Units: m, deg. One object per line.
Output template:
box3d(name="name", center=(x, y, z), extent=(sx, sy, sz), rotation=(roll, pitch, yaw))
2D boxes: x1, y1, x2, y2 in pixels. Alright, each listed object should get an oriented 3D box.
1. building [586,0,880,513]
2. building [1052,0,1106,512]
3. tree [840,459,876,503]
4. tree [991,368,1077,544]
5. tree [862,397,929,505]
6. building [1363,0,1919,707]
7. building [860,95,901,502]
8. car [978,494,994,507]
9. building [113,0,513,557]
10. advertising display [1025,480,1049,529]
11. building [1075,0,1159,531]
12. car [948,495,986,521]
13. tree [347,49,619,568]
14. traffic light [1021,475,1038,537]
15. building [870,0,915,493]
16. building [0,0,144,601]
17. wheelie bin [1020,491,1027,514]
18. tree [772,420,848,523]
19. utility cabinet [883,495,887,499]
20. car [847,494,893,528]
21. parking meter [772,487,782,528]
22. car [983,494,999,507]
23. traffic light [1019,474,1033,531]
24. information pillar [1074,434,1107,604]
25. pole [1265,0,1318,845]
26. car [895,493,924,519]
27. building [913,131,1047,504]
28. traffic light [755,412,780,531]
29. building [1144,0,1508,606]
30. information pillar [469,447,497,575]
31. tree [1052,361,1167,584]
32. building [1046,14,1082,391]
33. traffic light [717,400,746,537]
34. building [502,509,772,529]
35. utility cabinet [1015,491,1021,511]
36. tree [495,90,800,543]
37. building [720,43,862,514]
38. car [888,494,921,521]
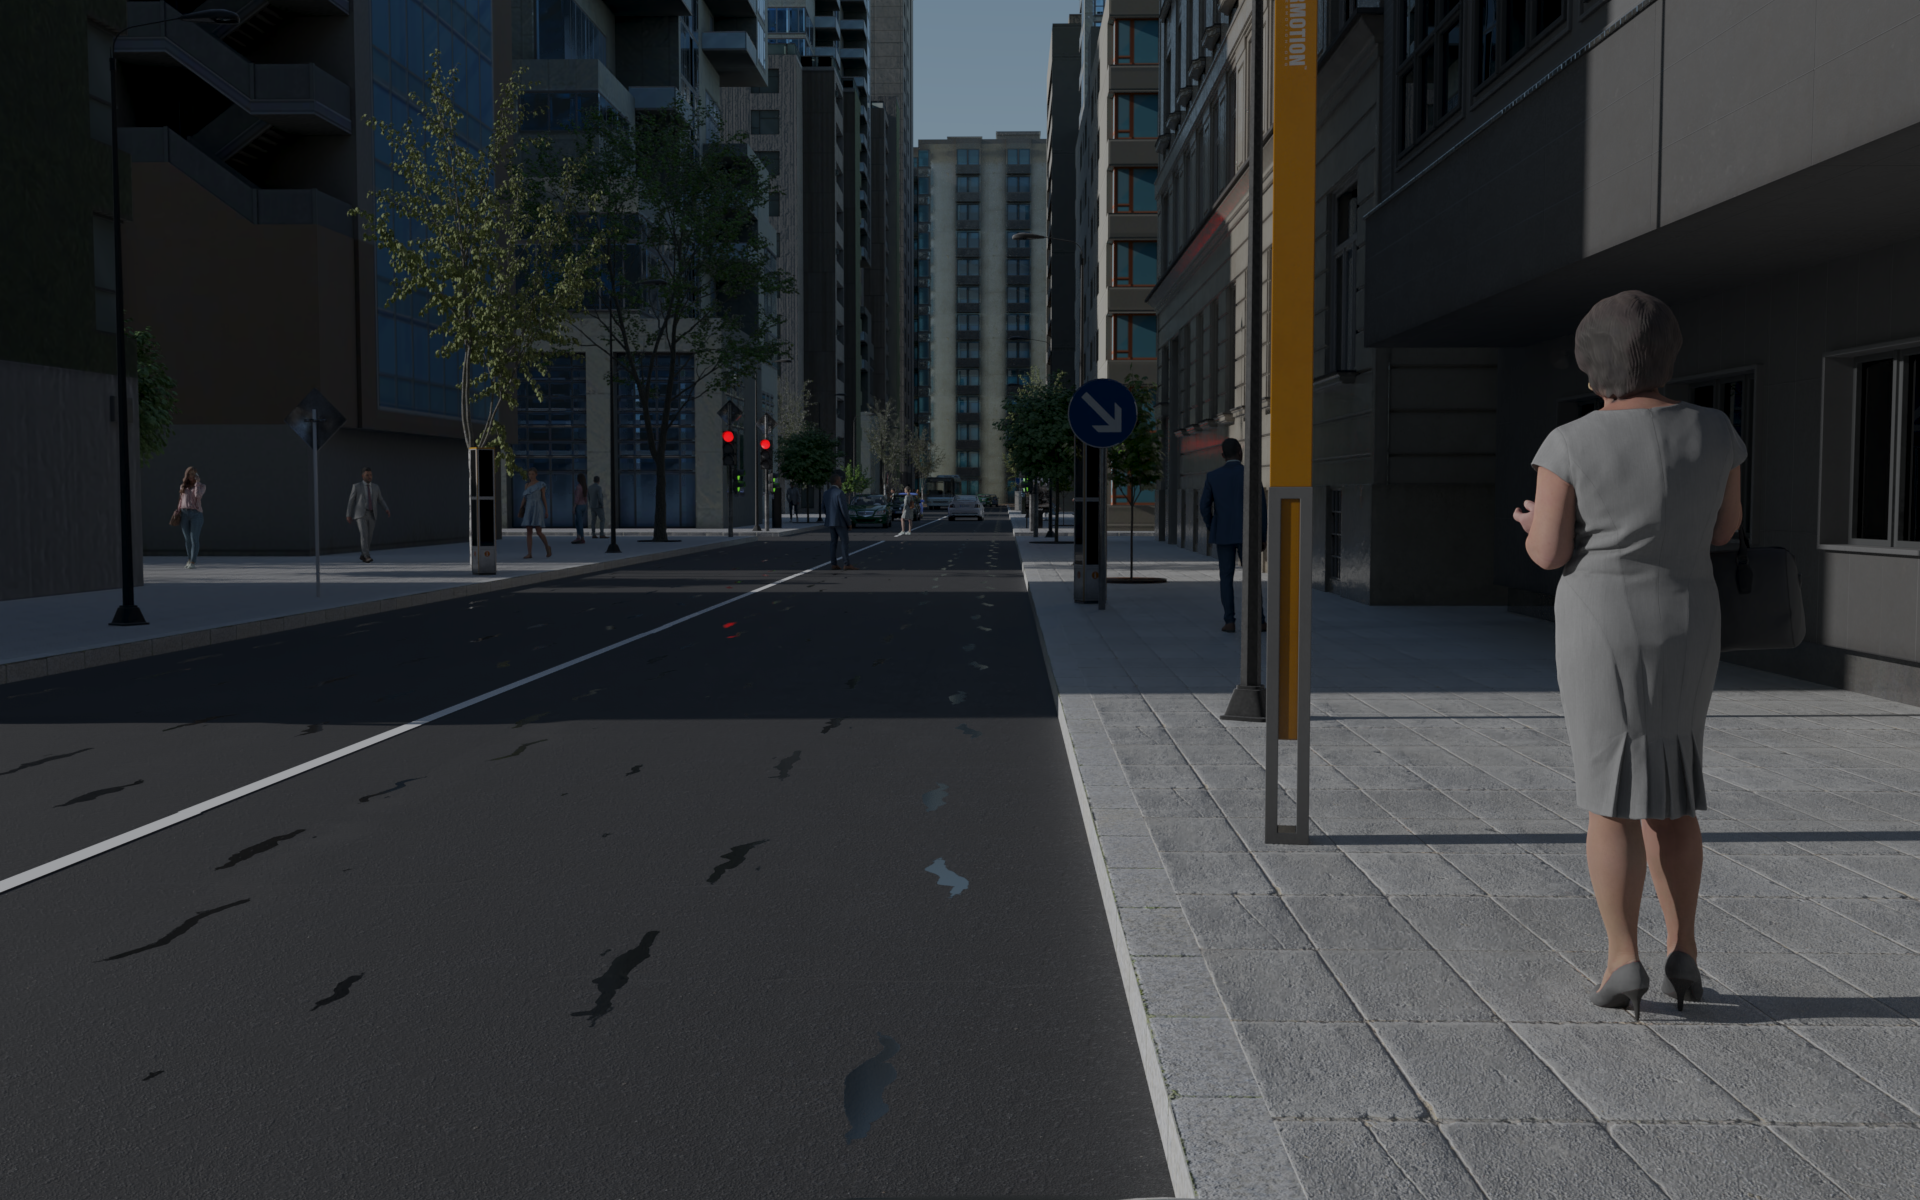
box3d(name="building", center=(-17.819, -51.163, 149.191), extent=(22.319, 86.520, 31.000), rotation=(0, 4, 1))
box3d(name="building", center=(17.055, -49.184, 116.829), extent=(22.319, 86.520, 31.000), rotation=(0, 4, 1))
box3d(name="tree", center=(-6.116, -6.655, 103.411), extent=(1.663, 3.219, 1.824), rotation=(0, 3, 0))
box3d(name="tree", center=(2.447, -3.755, 45.112), extent=(4.285, 4.588, 4.351), rotation=(0, 3, 0))
box3d(name="tree", center=(-5.480, -11.033, 130.746), extent=(4.360, 8.622, 3.978), rotation=(0, 3, 0))
box3d(name="building", center=(11.005, -13.002, 6.098), extent=(14.314, 27.812, 24.014), rotation=(0, 4, 1))
box3d(name="building", center=(-13.414, -29.936, 173.041), extent=(14.154, 41.232, 14.086), rotation=(0, 4, 1))
box3d(name="car", center=(2.574, -10.707, 186.854), extent=(2.131, 1.459, 4.920), rotation=(0, 4, 1))
box3d(name="building", center=(-19.861, -23.933, 41.413), extent=(14.200, 45.320, 14.600), rotation=(0, 4, 1))
box3d(name="advertising display", center=(2.901, -3.625, 64.489), extent=(0.974, 1.923, 0.123), rotation=(1, 4, 14))
box3d(name="building", center=(19.864, -13.929, 72.784), extent=(28.899, 21.520, 27.650), rotation=(0, 4, 1))
box3d(name="car", center=(0.339, -4.980, 93.791), extent=(2.083, 1.381, 4.827), rotation=(0, 4, 2))
box3d(name="tree", center=(-8.155, -4.854, 29.723), extent=(4.737, 8.622, 4.395), rotation=(0, 3, 0))
box3d(name="traffic light", center=(2.233, -3.817, 51.336), extent=(0.839, 4.253, 0.868), rotation=(0, 4, 1))
box3d(name="building", center=(-16.012, -46.429, 197.371), extent=(20.611, 71.187, 20.563), rotation=(0, 4, 1))
box3d(name="building", center=(-18.571, -14.975, 16.550), extent=(14.160, 30.474, 14.107), rotation=(0, 4, 1))
box3d(name="wheelie bin", center=(4.182, -6.267, 110.380), extent=(0.693, 1.594, 0.980), rotation=(0, 4, 7))
box3d(name="tree", center=(-6.656, -5.687, 76.692), extent=(4.285, 4.588, 4.351), rotation=(0, 3, 0))
box3d(name="utility cabinet", center=(-5.583, -7.050, 126.433), extent=(0.306, 1.237, 1.020), rotation=(1, 4, 11))
box3d(name="car", center=(-3.897, -3.808, 74.065), extent=(2.131, 1.459, 4.920), rotation=(0, 4, 0))
box3d(name="parking meter", center=(-6.910, -3.480, 65.316), extent=(0.372, 1.533, 0.369), rotation=(0, 3, 0))
box3d(name="car", center=(3.412, -11.168, 194.591), extent=(2.014, 1.417, 4.499), rotation=(0, 4, 0))
box3d(name="traffic light", center=(2.435, -4.306, 59.319), extent=(0.839, 4.253, 0.868), rotation=(0, 4, 1))
box3d(name="information pillar", center=(1.529, -0.966, 20.290), extent=(0.304, 2.012, 0.304), rotation=(-1, 4, -20))
box3d(name="pole", center=(1.210, -0.763, 6.311), extent=(0.158, 3.312, 0.155), rotation=(0, 3, 0))
box3d(name="car", center=(-3.046, -5.625, 101.560), extent=(1.945, 1.707, 3.694), rotation=(0, 4, 0))
box3d(name="building", center=(7.625, -37.411, 231.285), extent=(30.456, 49.044, 23.786), rotation=(0, 4, 1))
box3d(name="traffic light", center=(-6.623, -4.319, 59.531), extent=(0.839, 4.253, 0.868), rotation=(0, 4, 1))
box3d(name="building", center=(12.322, -12.228, 33.208), extent=(16.112, 22.955, 30.059), rotation=(0, 4, 1))
box3d(name="information pillar", center=(-7.552, -1.403, 27.429), extent=(0.304, 2.012, 0.304), rotation=(-3, 4, -36))
box3d(name="tree", center=(2.563, -1.877, 25.285), extent=(1.663, 3.219, 1.824), rotation=(0, 3, 0))
box3d(name="building", center=(19.517, -33.573, 172.618), extent=(21.300, 48.544, 21.600), rotation=(0, 4, 1))
box3d(name="traffic light", center=(-6.825, -3.830, 51.549), extent=(0.839, 4.253, 0.868), rotation=(0, 4, 1))
box3d(name="building", center=(-19.496, -46.742, 76.908), extent=(22.319, 86.520, 31.000), rotation=(0, 4, 1))
box3d(name="utility cabinet", center=(4.485, -7.620, 133.258), extent=(0.318, 1.500, 1.173), rotation=(1, 4, 12))
box3d(name="tree", center=(-8.102, -7.351, 45.948), extent=(9.928, 11.665, 9.643), rotation=(0, 3, 0))
box3d(name="building", center=(-14.113, -20.999, 115.040), extent=(14.160, 30.474, 14.107), rotation=(0, 4, 1))
box3d(name="car", center=(-3.050, -5.084, 92.903), extent=(2.009, 1.686, 4.222), rotation=(0, 4, 3))
